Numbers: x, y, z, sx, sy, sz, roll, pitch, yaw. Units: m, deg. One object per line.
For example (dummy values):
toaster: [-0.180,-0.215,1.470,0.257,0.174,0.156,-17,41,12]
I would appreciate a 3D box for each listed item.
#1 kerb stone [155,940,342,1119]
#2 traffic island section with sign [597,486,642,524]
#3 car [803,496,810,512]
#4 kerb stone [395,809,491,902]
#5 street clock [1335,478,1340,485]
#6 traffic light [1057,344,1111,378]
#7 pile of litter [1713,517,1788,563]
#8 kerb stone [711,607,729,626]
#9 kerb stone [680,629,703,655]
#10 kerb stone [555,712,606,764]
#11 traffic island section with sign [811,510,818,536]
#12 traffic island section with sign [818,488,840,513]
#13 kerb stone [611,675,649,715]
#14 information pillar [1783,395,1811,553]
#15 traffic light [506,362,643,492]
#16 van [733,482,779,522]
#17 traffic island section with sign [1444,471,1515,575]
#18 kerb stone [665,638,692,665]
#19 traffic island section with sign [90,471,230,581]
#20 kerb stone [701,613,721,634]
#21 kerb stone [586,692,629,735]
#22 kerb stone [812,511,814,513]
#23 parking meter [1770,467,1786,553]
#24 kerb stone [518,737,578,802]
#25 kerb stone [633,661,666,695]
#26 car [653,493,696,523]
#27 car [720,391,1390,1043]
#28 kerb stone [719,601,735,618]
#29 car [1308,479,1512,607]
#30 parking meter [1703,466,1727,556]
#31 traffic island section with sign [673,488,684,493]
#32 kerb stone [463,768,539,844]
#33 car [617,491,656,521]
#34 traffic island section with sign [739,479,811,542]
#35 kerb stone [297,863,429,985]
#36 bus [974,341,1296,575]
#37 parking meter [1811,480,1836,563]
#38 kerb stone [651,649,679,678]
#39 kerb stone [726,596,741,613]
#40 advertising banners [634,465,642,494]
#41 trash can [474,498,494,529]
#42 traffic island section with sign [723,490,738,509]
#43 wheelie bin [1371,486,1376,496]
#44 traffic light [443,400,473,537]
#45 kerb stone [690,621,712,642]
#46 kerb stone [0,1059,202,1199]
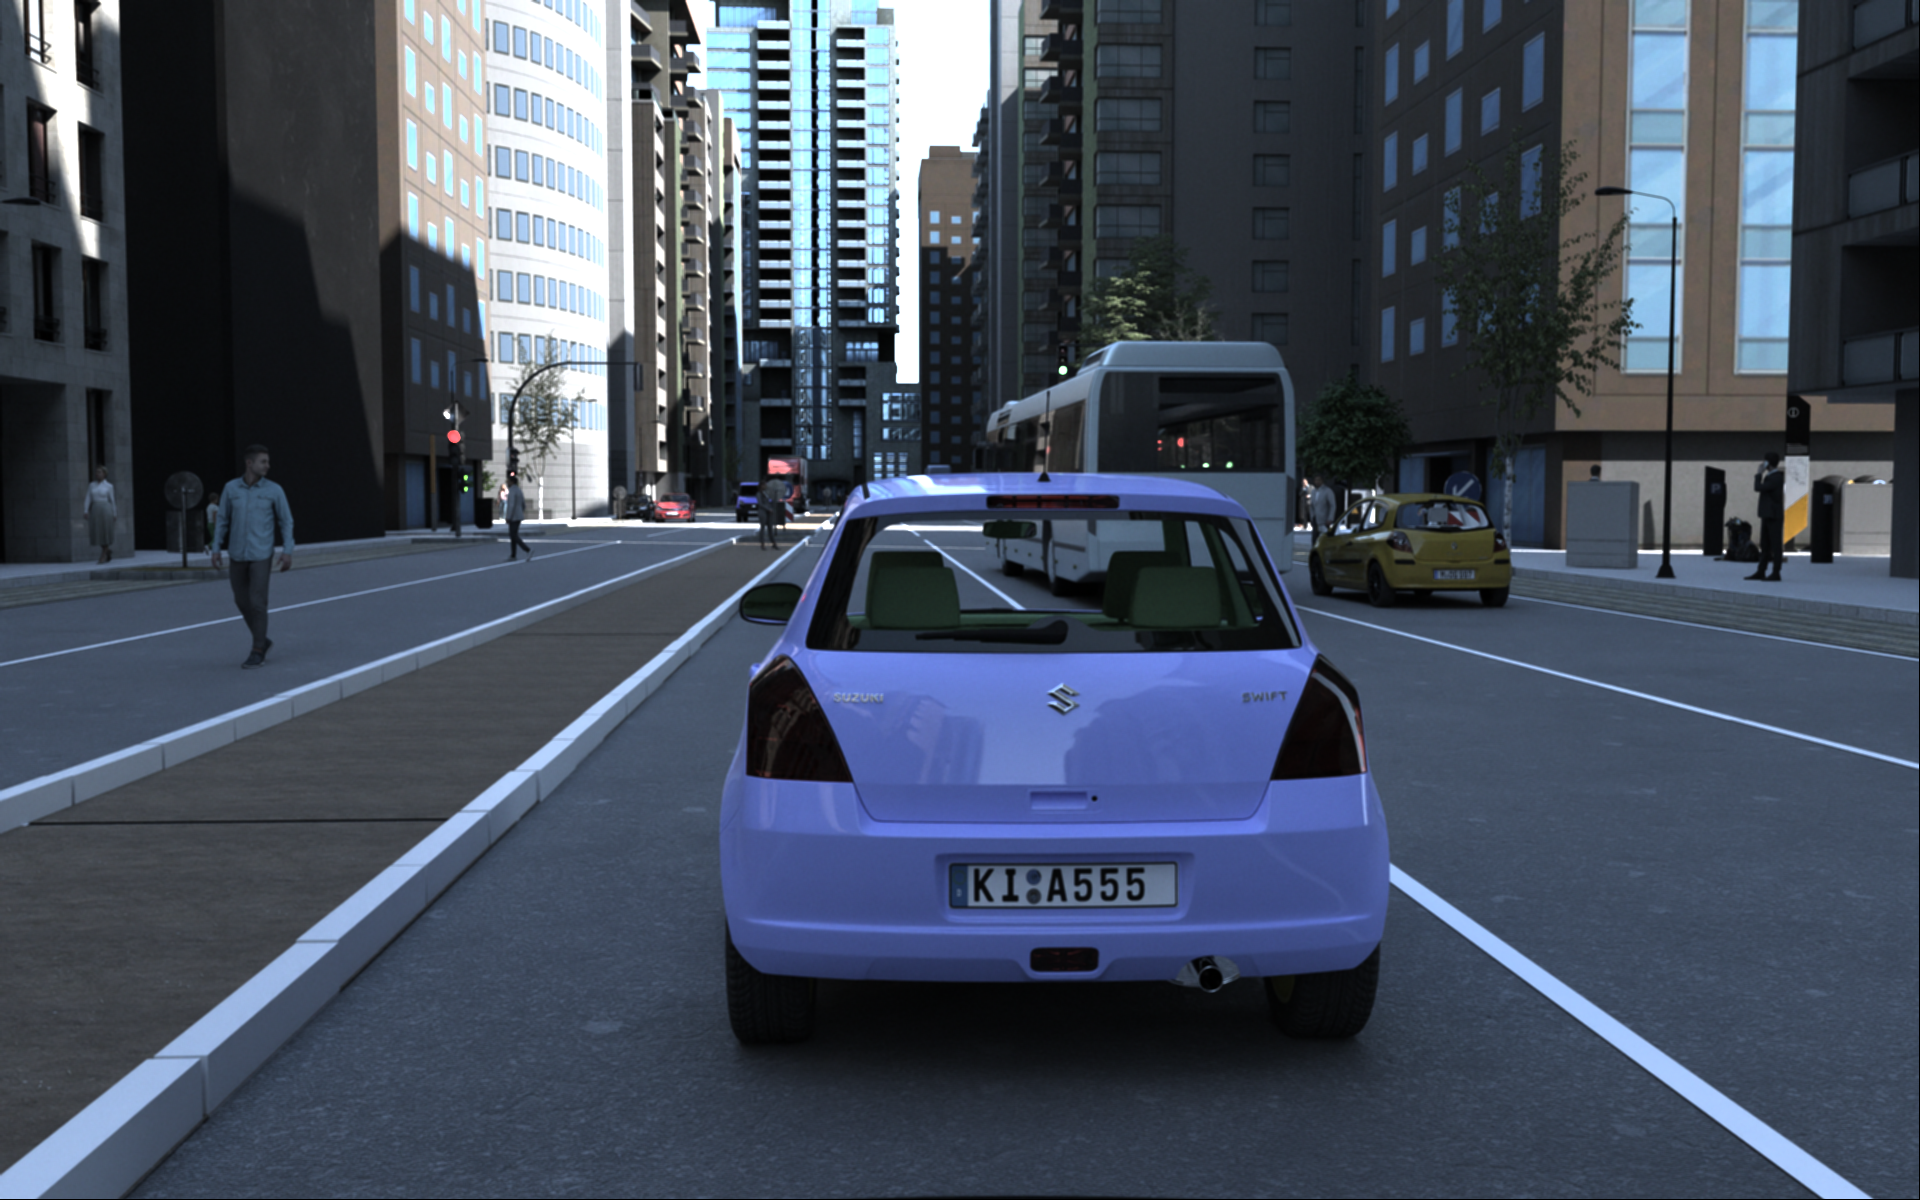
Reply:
kerb stone: [-1.811,1.087,4.464,0.120,0.150,1.000,0,4,-3]
traffic island section with sign: [-16.536,-4.624,84.223,1.989,1.847,2.006,0,4,-3]
car: [-13.155,-7.822,140.252,2.083,1.381,4.827,0,4,-5]
kerb stone: [-1.938,0.962,6.504,0.120,0.150,1.000,0,4,-3]
street clock: [16.771,-4.431,77.012,0.358,2.002,0.471,1,4,10]
traffic light: [5.294,-4.765,52.571,4.771,5.953,1.251,0,4,-3]
pile of litter: [15.093,-1.169,33.085,1.176,0.858,1.719,0,4,7]
kerb stone: [-2.636,0.209,18.775,0.120,0.150,1.000,0,4,-3]
kerb stone: [-2.457,0.397,15.706,0.120,0.150,1.000,0,4,-3]
kerb stone: [-2.105,0.772,9.571,0.120,0.150,1.000,0,4,-3]
traffic island section with sign: [-6.039,-3.162,59.835,2.006,1.907,1.989,0,4,-3]
traffic island section with sign: [-10.362,-7.750,134.850,2.006,1.907,1.989,0,4,-3]
kerb stone: [-2.226,0.647,11.611,0.120,0.150,1.000,0,4,-3]
information pillar: [18.241,-2.841,37.799,0.504,3.616,0.183,1,4,21]
traffic light: [-13.322,-5.199,59.663,4.771,5.953,1.251,0,4,-3]
van: [-10.415,-5.191,89.254,2.240,2.365,5.245,0,4,-2]
traffic island section with sign: [8.672,-1.378,31.160,1.989,1.847,2.006,0,4,-3]
kerb stone: [-2.406,0.460,14.676,0.120,0.150,1.000,0,4,-3]
traffic island section with sign: [-13.394,-1.277,29.500,1.989,1.847,2.006,0,4,-3]
kerb stone: [-2.581,0.274,17.754,0.120,0.150,1.000,0,4,-3]
kerb stone: [-2.169,0.710,10.591,0.120,0.150,1.000,0,4,-3]
kerb stone: [-10.887,-6.330,125.683,0.120,0.150,1.000,0,4,-3]
parking meter: [17.433,-1.910,36.943,0.255,1.863,0.399,2,4,31]
kerb stone: [-2.039,0.835,8.546,0.120,0.150,1.000,0,4,-3]
kerb stone: [-2.282,0.585,12.632,0.120,0.150,1.000,0,4,-3]
car: [-14.287,-4.766,86.971,2.155,1.783,4.494,0,4,-5]
car: [0.191,0.229,5.844,1.945,1.707,3.694,0,4,-2]
kerb stone: [-2.696,0.147,19.797,0.120,0.150,1.000,0,4,-3]
car: [5.959,-0.804,23.364,2.015,1.641,3.980,0,4,-5]
parking meter: [15.703,-1.854,36.022,0.399,1.863,0.255,1,4,15]
traffic island section with sign: [-18.105,-6.297,111.577,1.989,1.847,2.006,0,4,-3]
kerb stone: [-1.994,0.897,7.524,0.120,0.150,1.000,0,4,-3]
car: [-17.218,-5.044,92.253,2.009,1.686,4.222,0,4,-3]
traffic island section with sign: [-5.623,-2.710,52.440,2.006,1.907,1.989,0,4,-3]
kerb stone: [-1.878,1.022,5.484,0.120,0.150,1.000,0,4,-3]
bus: [2.218,-1.996,27.499,2.948,3.499,13.247,0,4,-5]
parking meter: [16.077,-1.459,32.265,0.372,1.533,0.369,0,3,0]
kerb stone: [-2.346,0.529,13.657,0.120,0.150,1.000,0,4,-3]
kerb stone: [-2.757,0.084,20.818,0.120,0.150,1.000,0,4,-3]
advertising banners: [-19.487,-6.651,104.935,0.090,3.025,2.074,0,4,3]
trash can: [-17.668,-3.220,64.306,0.748,1.137,0.748,0,3,0]
traffic island section with sign: [-20.962,-9.335,161.252,1.989,1.847,2.006,0,4,-3]
wheelie bin: [16.235,-3.658,67.715,0.693,1.594,0.980,0,4,-6]
traffic light: [-14.947,-3.830,51.537,0.839,4.253,0.868,0,4,-3]
kerb stone: [-2.526,0.335,16.726,0.120,0.150,1.000,0,4,-3]
kerb stone: [-1.756,1.147,3.440,0.120,0.150,1.000,0,4,-3]
